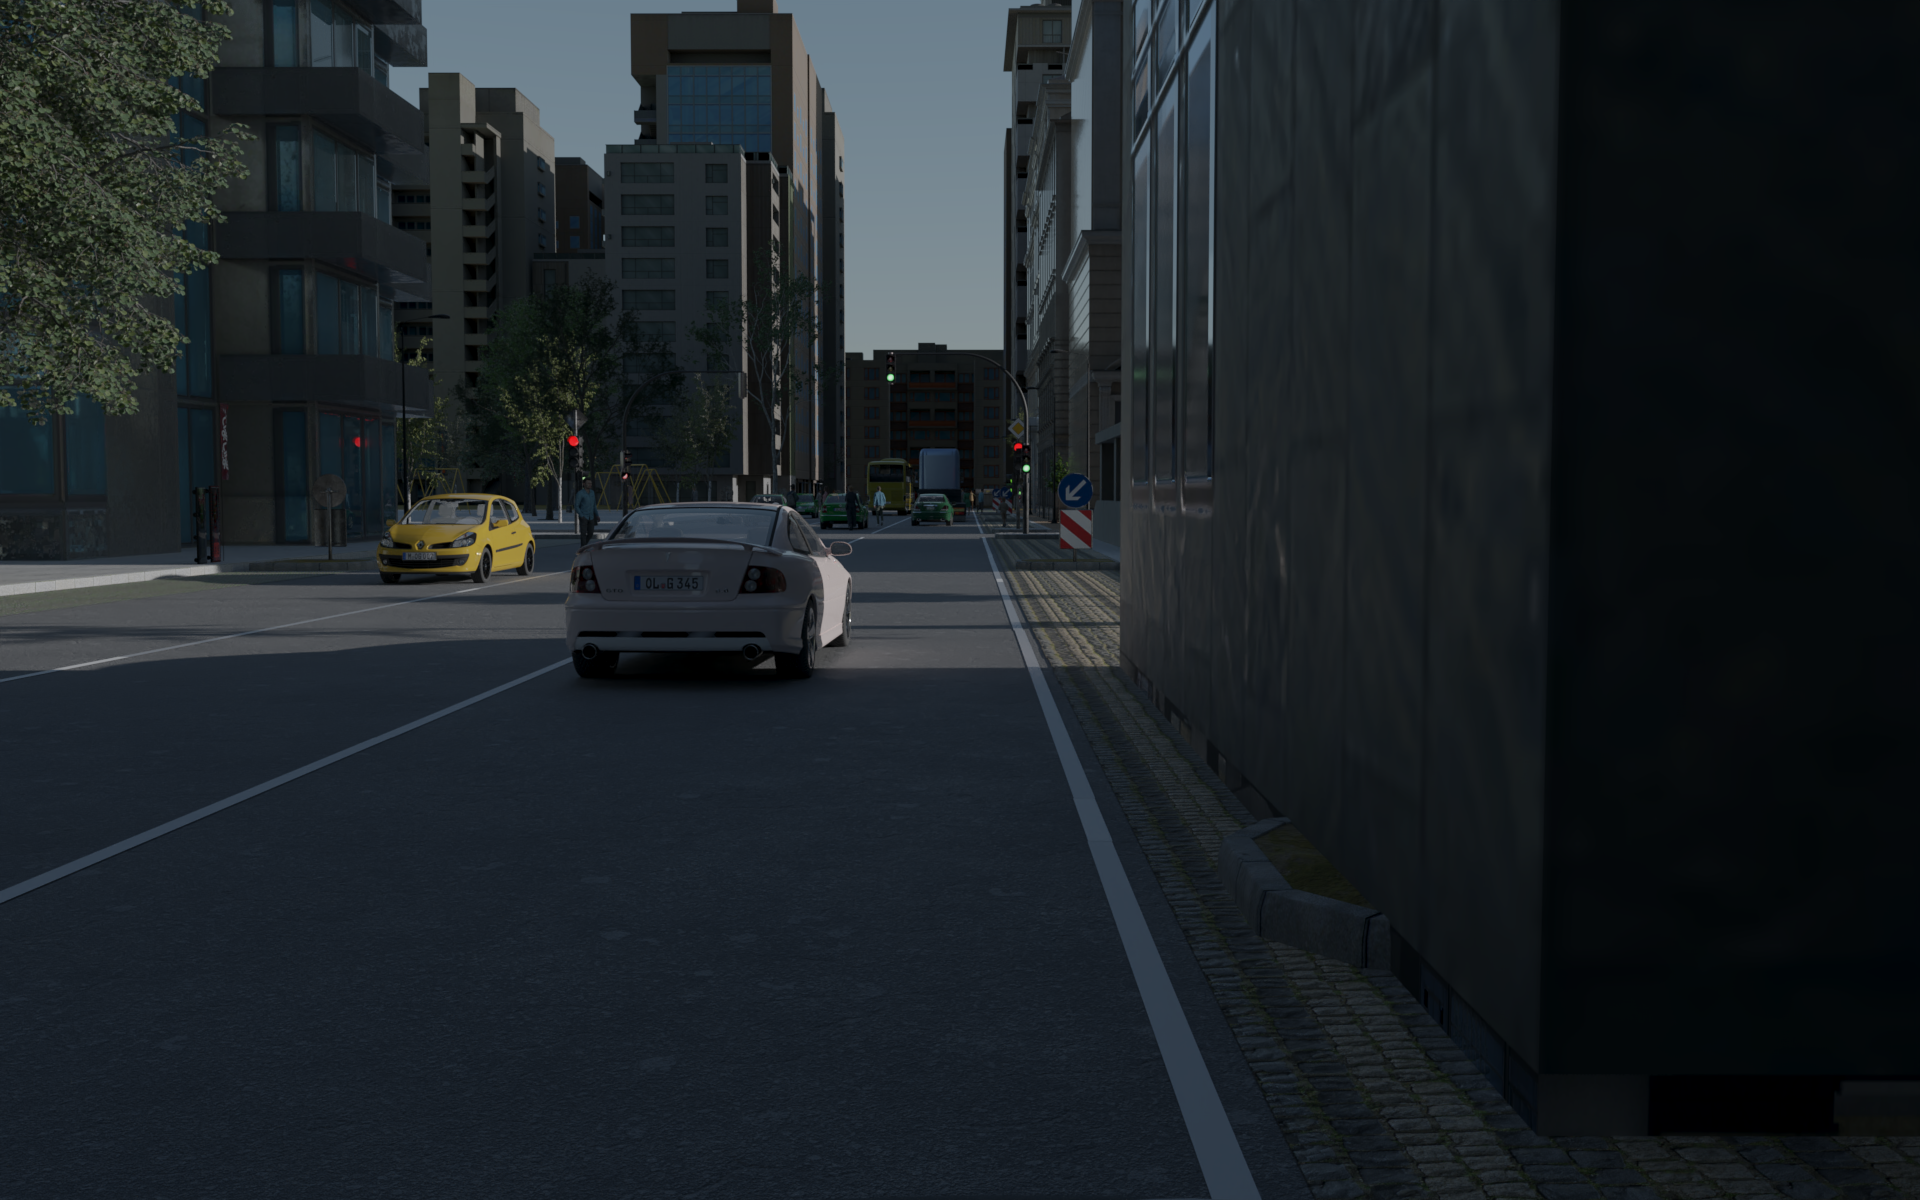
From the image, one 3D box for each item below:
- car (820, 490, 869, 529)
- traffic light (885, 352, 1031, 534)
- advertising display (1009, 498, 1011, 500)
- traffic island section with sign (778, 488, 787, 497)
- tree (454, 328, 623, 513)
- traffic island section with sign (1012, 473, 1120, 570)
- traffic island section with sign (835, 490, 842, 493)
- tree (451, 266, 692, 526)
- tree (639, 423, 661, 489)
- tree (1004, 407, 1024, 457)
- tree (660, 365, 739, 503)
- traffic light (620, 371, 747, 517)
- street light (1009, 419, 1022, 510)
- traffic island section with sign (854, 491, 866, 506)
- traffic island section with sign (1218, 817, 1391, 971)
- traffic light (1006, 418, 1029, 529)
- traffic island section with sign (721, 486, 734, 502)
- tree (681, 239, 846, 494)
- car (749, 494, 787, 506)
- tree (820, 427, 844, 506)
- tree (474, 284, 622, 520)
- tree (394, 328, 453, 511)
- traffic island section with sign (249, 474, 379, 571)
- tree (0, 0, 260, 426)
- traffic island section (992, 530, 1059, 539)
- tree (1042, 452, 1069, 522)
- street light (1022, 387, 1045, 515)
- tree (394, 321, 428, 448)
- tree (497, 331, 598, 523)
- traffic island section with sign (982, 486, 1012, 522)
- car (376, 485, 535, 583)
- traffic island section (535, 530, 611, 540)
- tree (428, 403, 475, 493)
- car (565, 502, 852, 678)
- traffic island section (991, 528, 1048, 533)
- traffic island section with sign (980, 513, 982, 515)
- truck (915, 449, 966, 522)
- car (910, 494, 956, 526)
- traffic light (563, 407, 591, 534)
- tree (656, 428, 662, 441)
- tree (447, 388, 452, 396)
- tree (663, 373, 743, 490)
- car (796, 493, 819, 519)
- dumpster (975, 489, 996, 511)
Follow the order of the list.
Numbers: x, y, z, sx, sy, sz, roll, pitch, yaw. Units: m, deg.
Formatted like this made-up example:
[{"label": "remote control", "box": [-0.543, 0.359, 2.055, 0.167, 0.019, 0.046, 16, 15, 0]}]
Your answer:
[{"label": "car", "box": [-4.766, -3.846, 71.677, 1.959, 1.807, 4.718, 0, 4, 1]}, {"label": "traffic light", "box": [0.004, -4.955, 55.685, 4.771, 5.953, 1.251, 0, 4, 0]}, {"label": "advertising display", "box": [3.983, -8.103, 137.697, 0.123, 1.923, 0.974, 0, 4, 6]}, {"label": "traffic island section with sign", "box": [-11.843, -6.560, 115.887, 1.989, 1.847, 2.006, 0, 4, 0]}, {"label": "tree", "box": [-28.771, -12.135, 115.422, 9.611, 12.733, 9.660, 0, 3, 0]}, {"label": "traffic island section with sign", "box": [2.061, -1.505, 33.233, 1.989, 1.847, 2.006, 0, 4, 0]}, {"label": "traffic island section with sign", "box": [-11.655, -9.653, 166.454, 1.989, 1.847, 2.006, 0, 4, 0]}, {"label": "tree", "box": [-14.766, -8.311, 70.299, 8.767, 10.594, 7.601, 0, 4, 7]}, {"label": "tree", "box": [-18.678, -9.990, 113.706, 4.360, 8.622, 3.978, 0, 3, 0]}, {"label": "tree", "box": [5.883, -12.012, 146.755, 4.737, 8.622, 4.395, 0, 3, 0]}, {"label": "tree", "box": [-14.440, -9.095, 99.067, 4.360, 8.622, 3.978, 0, 3, 0]}, {"label": "traffic light", "box": [-10.243, -5.456, 63.870, 4.771, 5.953, 1.251, 0, 4, 0]}, {"label": "street light", "box": [3.807, -8.224, 106.995, 1.470, 5.913, 1.316, 0, 4, 0]}, {"label": "traffic island section with sign", "box": [-11.552, -11.337, 193.984, 1.989, 1.847, 2.006, 0, 4, 0]}, {"label": "traffic island section with sign", "box": [1.953, 0.163, 5.971, 1.989, 1.847, 2.006, 0, 4, 0]}, {"label": "traffic light", "box": [2.127, -4.580, 63.804, 0.839, 4.253, 0.868, 0, 4, 0]}, {"label": "traffic island section with sign", "box": [-11.950, -4.912, 88.932, 1.989, 1.847, 2.006, 0, 4, 0]}, {"label": "tree", "box": [-14.951, -16.865, 131.623, 12.611, 20.169, 13.585, 0, 3, 0]}, {"label": "car", "box": [-8.620, -4.051, 78.039, 2.131, 1.459, 4.920, 0, 4, 0]}, {"label": "tree", "box": [-14.906, -14.506, 187.537, 4.360, 8.622, 3.978, 0, 3, 0]}, {"label": "tree", "box": [-20.035, -9.730, 84.848, 9.928, 11.665, 9.643, 0, 3, 0]}, {"label": "tree", "box": [-24.260, -7.685, 76.014, 4.737, 8.622, 4.395, 0, 3, 0]}, {"label": "traffic island section with sign", "box": [-12.171, -1.490, 32.990, 1.989, 1.847, 2.006, 0, 4, 0]}, {"label": "tree", "box": [-14.944, -7.195, 24.287, 9.857, 13.997, 8.962, 0, 3, 0]}, {"label": "traffic island section", "box": [2.136, -2.058, 55.932, 2.009, 0.180, 2.903, 0, 4, 0]}, {"label": "tree", "box": [4.414, -5.167, 79.075, 1.663, 3.219, 1.824, 0, 3, 0]}, {"label": "street light", "box": [3.554, -6.269, 75.047, 1.470, 5.913, 1.316, 0, 4, 0]}, {"label": "tree", "box": [-23.717, -7.223, 68.459, 4.360, 8.622, 3.978, 0, 3, 0]}, {"label": "tree", "box": [-18.156, -7.774, 77.469, 4.737, 8.622, 4.395, 0, 3, 0]}, {"label": "traffic island section with sign", "box": [2.268, -4.957, 89.683, 1.989, 1.847, 2.006, 0, 4, 0]}, {"label": "car", "box": [-8.431, -1.154, 29.094, 2.015, 1.641, 3.980, 0, 4, 1]}, {"label": "traffic island section", "box": [-12.405, -2.062, 55.993, 2.009, 0.180, 2.903, 0, 4, 0]}, {"label": "tree", "box": [-40.231, -11.423, 137.134, 4.360, 8.622, 3.978, 0, 3, 0]}, {"label": "car", "box": [-2.021, -0.153, 14.872, 2.083, 1.381, 4.827, 0, 4, 2]}, {"label": "traffic island section", "box": [2.167, -2.547, 63.917, 2.009, 0.180, 2.903, 0, 4, 0]}, {"label": "traffic island section with sign", "box": [2.377, -6.645, 117.279, 1.989, 1.847, 2.006, 0, 4, 0]}, {"label": "truck", "box": [-1.096, -6.577, 97.291, 2.967, 4.110, 18.799, 0, 4, -1]}, {"label": "car", "box": [-1.255, -4.127, 79.274, 2.131, 1.459, 4.920, 0, 4, 1]}, {"label": "traffic light", "box": [-12.365, -4.094, 55.858, 0.839, 4.253, 0.868, 0, 4, 0]}, {"label": "tree", "box": [-18.714, -10.391, 120.252, 4.737, 8.622, 4.395, 0, 3, 0]}, {"label": "tree", "box": [-24.698, -10.077, 99.175, 7.601, 10.594, 8.767, 2, 4, 27]}, {"label": "tree", "box": [-15.091, -9.413, 104.258, 4.737, 8.622, 4.395, 0, 3, 0]}, {"label": "car", "box": [-9.338, -5.740, 102.637, 1.959, 1.807, 4.718, 0, 4, -2]}, {"label": "dumpster", "box": [2.209, -8.553, 148.053, 1.865, 1.857, 1.264, 0, 4, 0]}]
